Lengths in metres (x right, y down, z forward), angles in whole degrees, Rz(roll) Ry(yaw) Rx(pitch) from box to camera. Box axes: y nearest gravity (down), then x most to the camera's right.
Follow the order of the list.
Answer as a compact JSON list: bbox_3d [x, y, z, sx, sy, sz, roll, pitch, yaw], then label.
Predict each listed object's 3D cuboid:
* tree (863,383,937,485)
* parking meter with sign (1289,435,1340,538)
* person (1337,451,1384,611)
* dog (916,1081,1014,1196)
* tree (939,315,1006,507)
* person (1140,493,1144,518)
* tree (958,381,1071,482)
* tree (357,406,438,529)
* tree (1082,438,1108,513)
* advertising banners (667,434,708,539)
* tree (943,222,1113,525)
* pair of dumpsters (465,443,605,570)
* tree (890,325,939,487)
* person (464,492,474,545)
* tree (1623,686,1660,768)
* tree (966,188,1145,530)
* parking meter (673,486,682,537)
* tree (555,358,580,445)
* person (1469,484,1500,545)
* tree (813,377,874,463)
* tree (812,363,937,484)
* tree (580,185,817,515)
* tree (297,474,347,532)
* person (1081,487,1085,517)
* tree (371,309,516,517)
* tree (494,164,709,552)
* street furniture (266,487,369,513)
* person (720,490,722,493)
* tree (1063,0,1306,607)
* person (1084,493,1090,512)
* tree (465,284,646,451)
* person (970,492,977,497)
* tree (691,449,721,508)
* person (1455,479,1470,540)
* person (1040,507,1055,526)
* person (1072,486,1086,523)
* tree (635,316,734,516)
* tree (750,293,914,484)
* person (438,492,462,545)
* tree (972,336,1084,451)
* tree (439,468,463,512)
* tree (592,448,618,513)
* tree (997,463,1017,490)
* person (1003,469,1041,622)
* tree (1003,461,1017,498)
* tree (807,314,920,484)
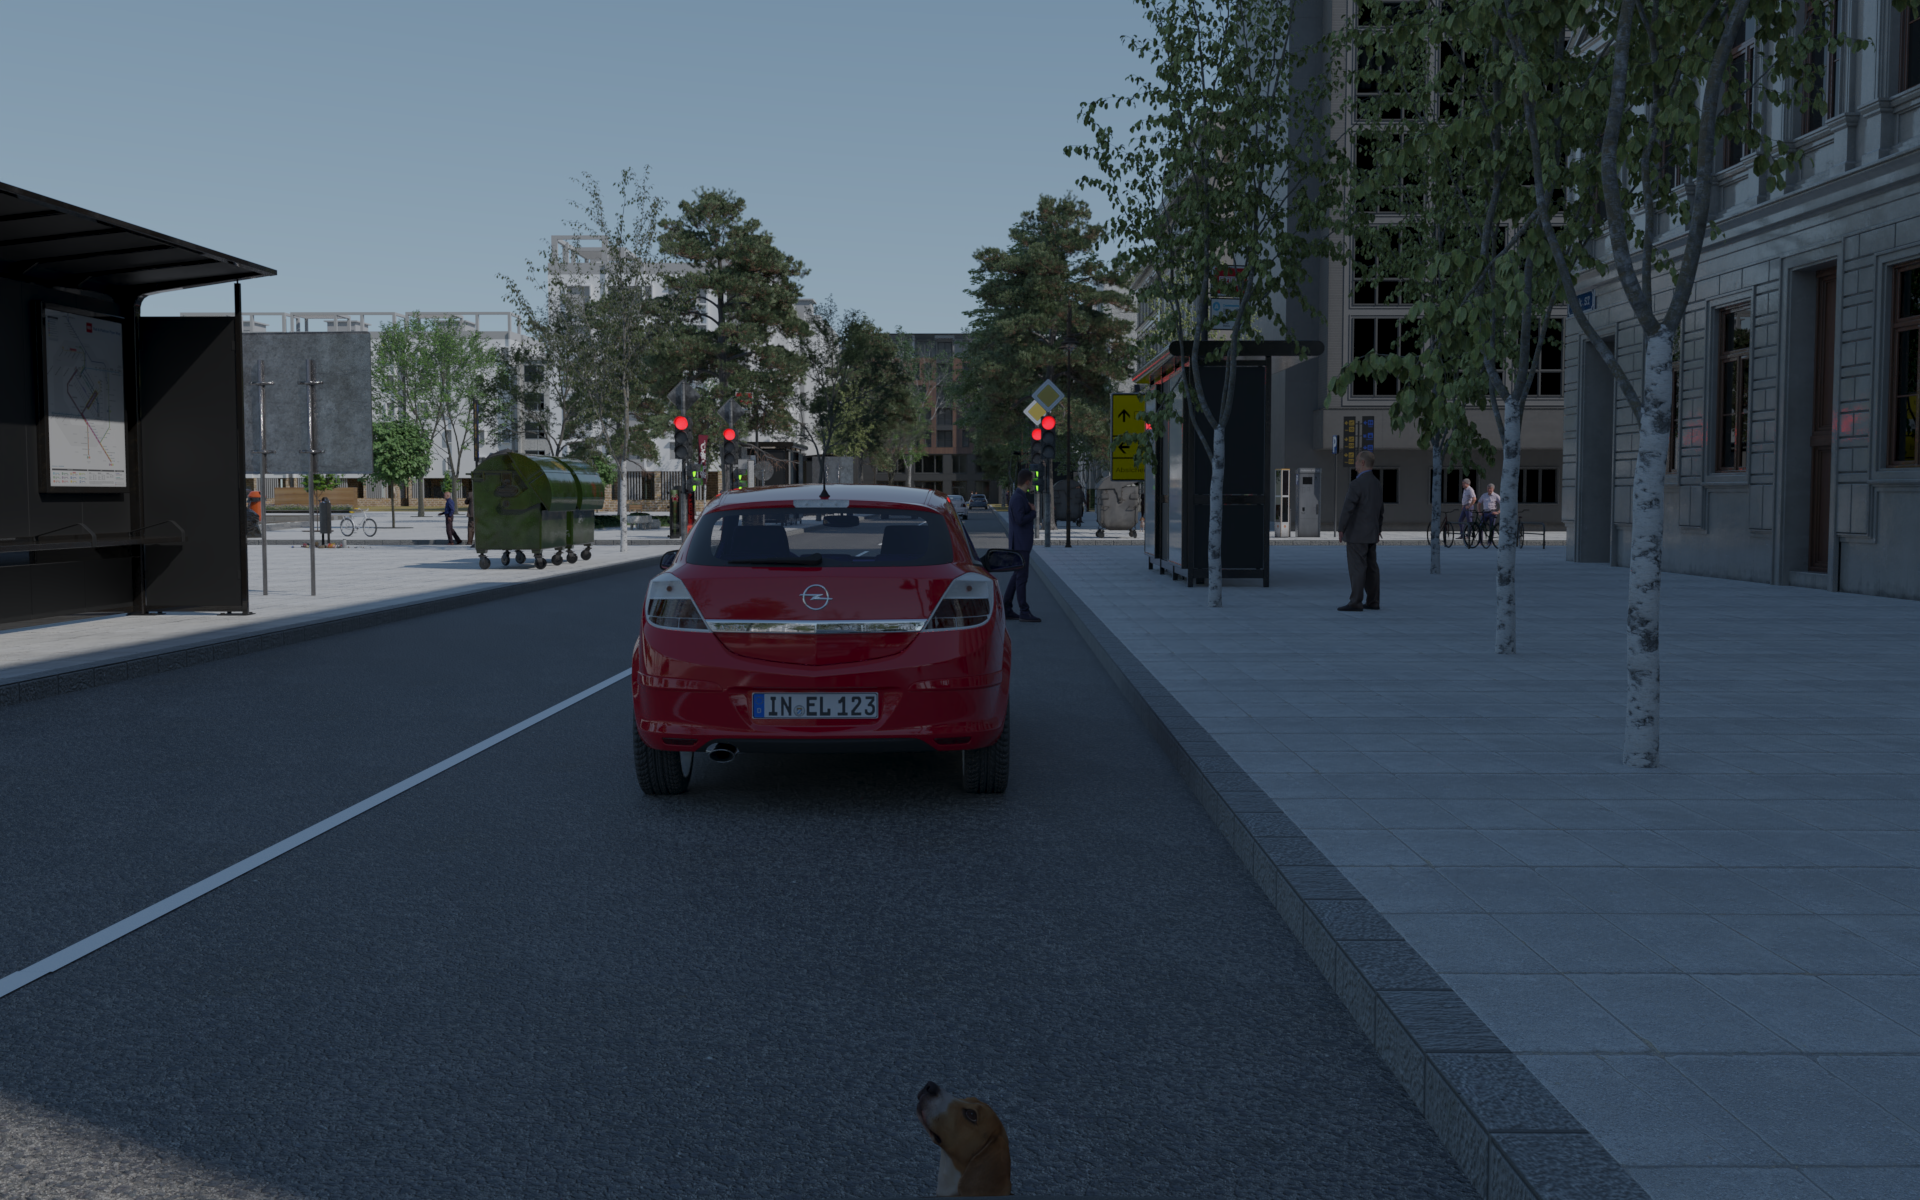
[{"bbox_3d":[-6.666,-14.740,166.753,9.928,11.665,9.643,0,3,0],"label":"tree"},{"bbox_3d":[10.292,-3.364,51.257,1.738,3.016,0.543,0,4,-1],"label":"parking meter with sign"},{"bbox_3d":[4.392,-0.764,19.094,0.434,1.755,0.990,3,5,43],"label":"person"},{"bbox_3d":[0.175,1.054,2.954,0.748,0.427,0.550,3,5,42],"label":"dog"},{"bbox_3d":[5.088,-19.534,175.263,12.611,20.169,13.585,0,3,0],"label":"tree"},{"bbox_3d":[9.069,-4.684,84.891,0.482,1.546,0.388,1,4,20],"label":"person"},{"bbox_3d":[4.866,-14.406,142.198,9.857,13.997,8.962,0,3,0],"label":"tree"},{"bbox_3d":[-21.299,-4.967,64.924,4.285,4.588,4.351,0,3,0],"label":"tree"},{"bbox_3d":[9.321,-10.090,115.327,4.360,8.622,3.978,0,3,0],"label":"tree"},{"bbox_3d":[-7.862,-3.303,50.195,0.090,3.025,2.074,2,4,26],"label":"advertising banners"},{"bbox_3d":[3.154,-9.464,72.868,7.486,12.596,7.792,0,3,0],"label":"tree"},{"bbox_3d":[-7.642,-1.764,31.338,1.574,2.255,4.436,0,4,1],"label":"pair of dumpsters"},{"bbox_3d":[-5.194,-20.573,192.252,12.611,20.169,13.585,0,3,0],"label":"tree"},{"bbox_3d":[-13.434,-2.372,47.975,0.600,1.739,0.565,2,4,33],"label":"person"},{"bbox_3d":[3.306,-3.534,8.143,4.737,8.622,4.395,0,3,0],"label":"tree"},{"bbox_3d":[3.118,-8.528,61.486,6.751,12.117,7.091,0,3,0],"label":"tree"},{"bbox_3d":[-8.419,-2.665,51.983,0.372,1.533,0.369,0,3,0],"label":"parking meter"},{"bbox_3d":[-18.041,-10.386,91.859,6.751,12.117,7.091,0,3,0],"label":"tree"},{"bbox_3d":[14.359,-2.300,47.039,0.436,1.711,0.756,-3,5,-45],"label":"person"},{"bbox_3d":[-7.167,-9.726,109.384,4.737,8.622,4.395,0,3,0],"label":"tree"},{"bbox_3d":[-7.115,-14.285,143.923,12.009,13.543,11.850,0,3,0],"label":"tree"},{"bbox_3d":[-8.221,-8.470,60.543,6.751,12.117,7.091,0,3,0],"label":"tree"},{"bbox_3d":[-21.876,-3.918,58.665,1.663,3.219,1.824,0,3,0],"label":"tree"},{"bbox_3d":[6.744,-5.555,97.564,0.504,1.737,0.576,1,4,17],"label":"person"},{"bbox_3d":[-29.897,-10.427,96.241,9.928,11.665,9.643,0,3,0],"label":"tree"},{"bbox_3d":[-7.694,-5.373,38.205,4.360,8.622,3.978,0,3,0],"label":"tree"},{"bbox_3d":[-45.240,-6.780,117.709,9.812,1.723,11.010,-1,4,-12],"label":"street furniture"},{"bbox_3d":[-10.619,-4.448,79.222,0.683,1.767,0.568,-2,4,-32],"label":"person"},{"bbox_3d":[3.022,-4.238,19.651,4.737,8.622,4.395,0,3,0],"label":"tree"},{"bbox_3d":[9.084,-7.098,124.360,0.482,1.546,0.388,1,4,16],"label":"person"},{"bbox_3d":[-18.097,-8.735,77.232,7.601,10.594,8.767,3,5,40],"label":"tree"},{"bbox_3d":[1.481,-11.107,190.904,0.742,1.727,0.445,0,4,-2],"label":"person"},{"bbox_3d":[-18.020,-10.543,122.732,4.737,8.622,4.395,0,3,0],"label":"tree"},{"bbox_3d":[14.268,-2.563,48.882,0.436,1.711,0.756,0,4,2],"label":"person"},{"bbox_3d":[3.182,-3.333,62.753,0.471,1.553,0.569,2,4,33],"label":"person"},{"bbox_3d":[5.268,-4.320,77.233,0.434,1.755,0.990,-3,5,-42],"label":"person"},{"bbox_3d":[-15.972,-10.795,102.247,9.928,11.665,9.643,0,3,0],"label":"tree"},{"bbox_3d":[-6.608,-8.967,81.030,8.767,10.594,7.601,-1,4,-14],"label":"tree"},{"bbox_3d":[-14.179,-2.248,47.954,0.600,1.496,0.574,0,4,8],"label":"person"},{"bbox_3d":[4.652,-11.086,107.016,9.928,11.665,9.643,0,3,0],"label":"tree"},{"bbox_3d":[-36.588,-7.896,123.693,1.663,3.219,1.824,0,3,0],"label":"tree"},{"bbox_3d":[-24.622,-8.149,116.944,4.285,4.588,4.351,0,3,0],"label":"tree"},{"bbox_3d":[5.083,-10.591,156.875,4.285,4.588,4.351,0,3,0],"label":"tree"},{"bbox_3d":[0.696,-0.619,19.540,0.530,1.710,0.541,1,4,15],"label":"person"},{"bbox_3d":[4.294,-12.285,151.227,4.360,8.622,3.978,0,3,0],"label":"tree"},{"bbox_3d":[-6.886,-13.164,122.654,7.806,13.903,7.818,0,3,0],"label":"tree"}]
